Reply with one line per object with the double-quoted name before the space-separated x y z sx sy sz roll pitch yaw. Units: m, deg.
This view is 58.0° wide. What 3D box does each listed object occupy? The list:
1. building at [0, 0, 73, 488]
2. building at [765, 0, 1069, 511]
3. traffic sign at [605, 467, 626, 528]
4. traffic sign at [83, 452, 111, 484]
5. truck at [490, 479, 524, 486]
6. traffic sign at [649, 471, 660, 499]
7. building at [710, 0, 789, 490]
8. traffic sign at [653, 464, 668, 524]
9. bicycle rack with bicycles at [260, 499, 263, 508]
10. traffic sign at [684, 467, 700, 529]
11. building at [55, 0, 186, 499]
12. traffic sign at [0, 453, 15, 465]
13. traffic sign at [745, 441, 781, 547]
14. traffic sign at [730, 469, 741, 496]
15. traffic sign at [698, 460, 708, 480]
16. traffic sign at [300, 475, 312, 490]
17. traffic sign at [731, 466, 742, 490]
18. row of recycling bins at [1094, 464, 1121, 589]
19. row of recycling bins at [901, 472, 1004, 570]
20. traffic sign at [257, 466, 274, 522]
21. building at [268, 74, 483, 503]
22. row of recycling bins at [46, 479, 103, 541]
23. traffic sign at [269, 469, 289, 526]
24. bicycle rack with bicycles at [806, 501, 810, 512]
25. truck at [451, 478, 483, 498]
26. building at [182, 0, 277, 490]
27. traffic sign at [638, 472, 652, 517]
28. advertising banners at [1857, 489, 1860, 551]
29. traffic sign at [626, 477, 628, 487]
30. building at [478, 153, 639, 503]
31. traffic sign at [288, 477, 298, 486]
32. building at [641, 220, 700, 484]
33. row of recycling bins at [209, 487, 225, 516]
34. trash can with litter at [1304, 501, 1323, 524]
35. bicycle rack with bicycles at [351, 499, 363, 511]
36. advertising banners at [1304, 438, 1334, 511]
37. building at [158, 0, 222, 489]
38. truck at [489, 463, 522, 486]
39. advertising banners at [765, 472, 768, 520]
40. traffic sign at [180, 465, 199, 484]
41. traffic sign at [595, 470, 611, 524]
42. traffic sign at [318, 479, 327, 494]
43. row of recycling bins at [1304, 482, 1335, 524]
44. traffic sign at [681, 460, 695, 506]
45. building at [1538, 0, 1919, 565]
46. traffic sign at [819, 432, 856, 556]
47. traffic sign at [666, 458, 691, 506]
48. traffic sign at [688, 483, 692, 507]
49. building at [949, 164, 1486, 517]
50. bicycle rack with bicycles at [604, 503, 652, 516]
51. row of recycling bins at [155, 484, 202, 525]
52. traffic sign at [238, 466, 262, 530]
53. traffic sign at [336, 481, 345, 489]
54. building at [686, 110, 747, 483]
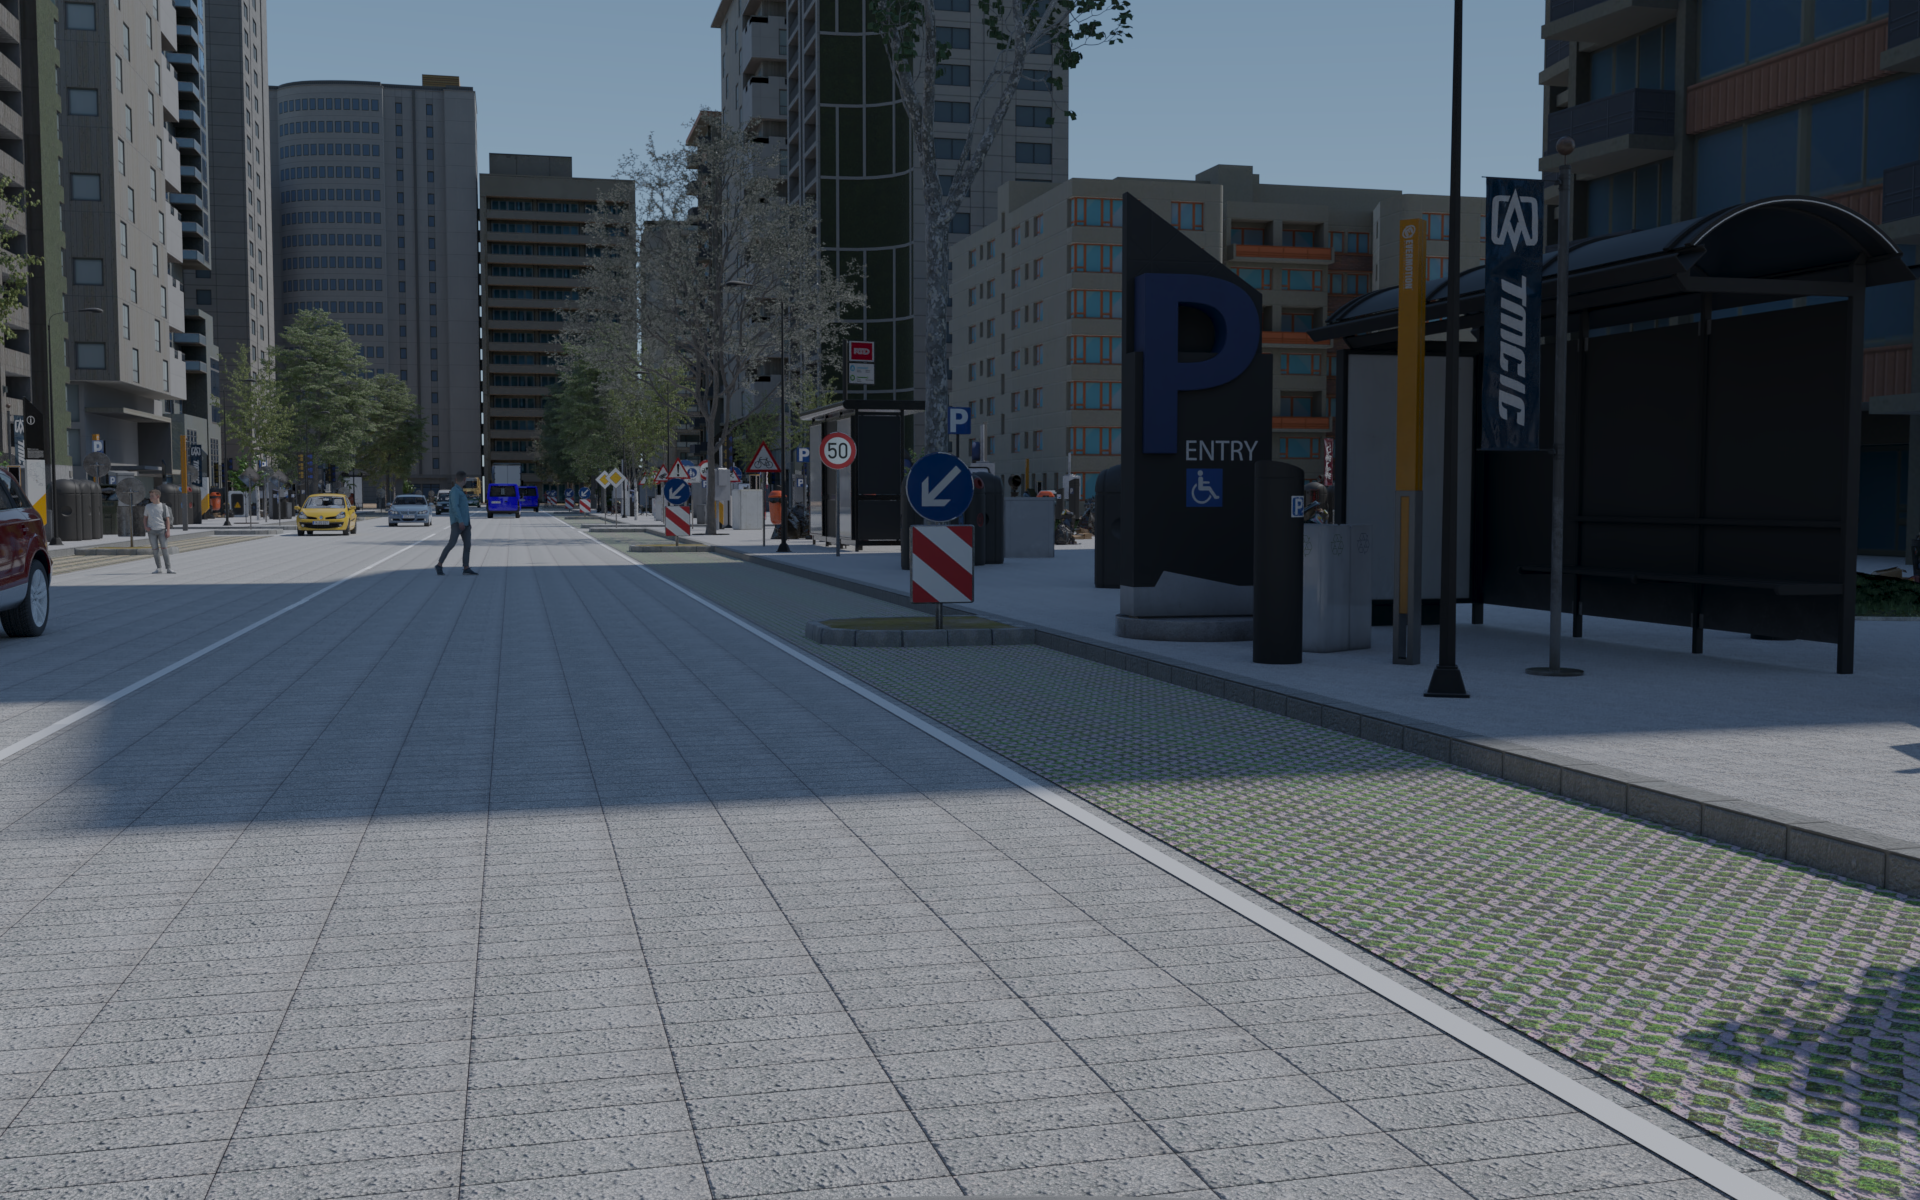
"building" -55.645 -19.439 89.523 14.160 30.474 14.107 -1 4 -14
"building" -4.234 -42.774 137.613 20.563 71.187 20.611 -1 4 -14
"traffic sign" -12.984 -3.775 65.364 0.795 2.450 0.064 -1 4 -14
"traffic sign" -25.946 -3.180 52.105 0.768 2.556 0.104 -1 4 -12
"truck" -47.005 -11.218 179.335 3.469 3.379 9.791 -1 4 -13
"traffic sign" -16.437 -5.715 93.547 0.768 2.556 0.104 -1 4 -10
"building" -8.603 -35.626 171.721 28.713 52.752 27.495 -1 4 -14
"traffic sign" -12.780 -4.565 74.647 0.884 2.594 0.081 -1 4 -13
"bicycle rack with bicycles" -47.863 -6.626 121.713 2.852 0.926 2.925 0 4 -3
"traffic sign" -9.789 -3.743 63.328 0.606 2.300 0.079 -1 4 -9
"building" -70.879 -32.514 120.848 28.713 52.752 27.495 -1 4 -14
"traffic sign" -29.378 -3.260 53.412 0.768 2.556 0.104 -1 4 -8
"traffic sign" -4.798 -2.588 42.312 0.884 2.594 0.081 -1 4 -13
"traffic sign" -10.143 -4.687 76.638 0.884 2.594 0.081 -1 4 -10
"traffic sign" -9.330 -3.914 64.096 0.768 2.556 0.104 -1 4 -10
"traffic sign" -43.601 -7.056 115.476 0.768 2.556 0.104 -1 4 -12
"traffic sign" -10.429 -4.873 79.773 0.768 2.556 0.104 0 4 -6
"row of recycling bins" 3.203 -1.076 24.706 3.534 1.692 1.069 -3 5 -44
"row of recycling bins" -0.140 -1.443 30.701 1.069 1.692 3.534 1 4 21
"traffic sign" -31.526 -4.802 78.624 0.768 2.556 0.104 -1 4 -12
"building" -82.324 -42.956 244.333 28.212 58.520 21.231 -1 4 -14
"row of recycling bins" -24.732 -2.531 48.496 1.069 1.692 3.534 -1 4 -15
"traffic sign" -27.472 -4.053 69.903 0.795 2.450 0.064 -1 4 -14
"bicycle rack with bicycles" -7.246 -5.012 95.329 2.852 0.926 2.925 -3 5 -43
"truck" -57.967 -12.737 204.166 3.469 3.379 9.791 -1 4 -14
"building" -85.732 -45.679 185.095 20.611 71.187 20.563 -1 4 -14
"traffic sign" -17.891 -6.040 98.753 0.884 2.594 0.081 0 4 -7
"advertising banners" 12.393 -1.809 25.768 0.090 3.025 2.074 -2 4 -30
"traffic sign" -25.381 -8.027 131.339 0.768 2.556 0.104 -1 4 -11
"building" -58.103 -38.333 250.444 21.600 48.544 21.300 -1 4 -14
"traffic sign" -49.561 -7.867 128.729 0.768 2.556 0.104 -1 4 -9
"building" -38.928 -34.775 252.168 14.086 41.232 14.154 -1 4 -14
"row of recycling bins" -44.022 -5.773 101.497 1.069 1.692 3.534 1 4 22
"trash can with litter" 5.459 -1.049 28.540 1.055 1.170 0.624 1 4 15
"bicycle rack with bicycles" -46.920 -7.240 131.760 2.852 0.926 2.925 1 4 10
"advertising banners" 11.665 -3.719 56.988 0.090 3.025 2.074 -1 4 -23
"building" -76.882 -51.147 148.920 22.319 86.520 31.000 -1 4 -14
"truck" -42.470 -10.588 162.030 2.839 4.237 11.283 -1 4 -16
"advertising banners" -9.739 -5.504 86.172 0.090 3.025 2.074 0 4 5
"traffic sign" -33.836 -4.647 76.079 0.768 2.556 0.104 0 4 -7
"traffic sign" -14.981 -4.248 73.096 0.795 2.450 0.064 -1 4 -14
"traffic sign" -49.467 -8.136 134.211 0.795 2.450 0.064 -1 4 -10
"row of recycling bins" 13.569 -3.255 60.334 3.534 1.692 1.069 -1 4 -17
"traffic sign" -10.164 -3.917 64.150 0.768 2.556 0.104 -1 4 -8
"building" 25.449 -23.351 36.412 22.147 44.769 28.867 -1 4 -14
"traffic sign" -2.509 -2.169 35.568 0.768 2.556 0.104 0 4 -5
"traffic sign" -10.028 -3.772 61.676 0.884 2.594 0.081 0 4 -7
"traffic sign" -15.516 -6.128 100.299 0.768 2.556 0.104 -1 4 -13
"building" 16.674 -16.316 111.807 28.899 21.520 27.650 -1 4 -14
"bicycle rack with bicycles" -19.776 -5.533 103.844 2.925 0.926 2.852 0 4 -6
"row of recycling bins" -32.839 -4.011 72.698 1.069 1.692 3.534 0 4 -4
"traffic sign" -25.475 -3.580 62.171 0.795 2.450 0.064 -1 4 -14
"traffic sign" -48.450 -8.156 135.477 0.606 2.300 0.079 -1 4 -9
"building" -19.533 -33.246 198.200 22.147 44.769 28.867 -1 4 -14
